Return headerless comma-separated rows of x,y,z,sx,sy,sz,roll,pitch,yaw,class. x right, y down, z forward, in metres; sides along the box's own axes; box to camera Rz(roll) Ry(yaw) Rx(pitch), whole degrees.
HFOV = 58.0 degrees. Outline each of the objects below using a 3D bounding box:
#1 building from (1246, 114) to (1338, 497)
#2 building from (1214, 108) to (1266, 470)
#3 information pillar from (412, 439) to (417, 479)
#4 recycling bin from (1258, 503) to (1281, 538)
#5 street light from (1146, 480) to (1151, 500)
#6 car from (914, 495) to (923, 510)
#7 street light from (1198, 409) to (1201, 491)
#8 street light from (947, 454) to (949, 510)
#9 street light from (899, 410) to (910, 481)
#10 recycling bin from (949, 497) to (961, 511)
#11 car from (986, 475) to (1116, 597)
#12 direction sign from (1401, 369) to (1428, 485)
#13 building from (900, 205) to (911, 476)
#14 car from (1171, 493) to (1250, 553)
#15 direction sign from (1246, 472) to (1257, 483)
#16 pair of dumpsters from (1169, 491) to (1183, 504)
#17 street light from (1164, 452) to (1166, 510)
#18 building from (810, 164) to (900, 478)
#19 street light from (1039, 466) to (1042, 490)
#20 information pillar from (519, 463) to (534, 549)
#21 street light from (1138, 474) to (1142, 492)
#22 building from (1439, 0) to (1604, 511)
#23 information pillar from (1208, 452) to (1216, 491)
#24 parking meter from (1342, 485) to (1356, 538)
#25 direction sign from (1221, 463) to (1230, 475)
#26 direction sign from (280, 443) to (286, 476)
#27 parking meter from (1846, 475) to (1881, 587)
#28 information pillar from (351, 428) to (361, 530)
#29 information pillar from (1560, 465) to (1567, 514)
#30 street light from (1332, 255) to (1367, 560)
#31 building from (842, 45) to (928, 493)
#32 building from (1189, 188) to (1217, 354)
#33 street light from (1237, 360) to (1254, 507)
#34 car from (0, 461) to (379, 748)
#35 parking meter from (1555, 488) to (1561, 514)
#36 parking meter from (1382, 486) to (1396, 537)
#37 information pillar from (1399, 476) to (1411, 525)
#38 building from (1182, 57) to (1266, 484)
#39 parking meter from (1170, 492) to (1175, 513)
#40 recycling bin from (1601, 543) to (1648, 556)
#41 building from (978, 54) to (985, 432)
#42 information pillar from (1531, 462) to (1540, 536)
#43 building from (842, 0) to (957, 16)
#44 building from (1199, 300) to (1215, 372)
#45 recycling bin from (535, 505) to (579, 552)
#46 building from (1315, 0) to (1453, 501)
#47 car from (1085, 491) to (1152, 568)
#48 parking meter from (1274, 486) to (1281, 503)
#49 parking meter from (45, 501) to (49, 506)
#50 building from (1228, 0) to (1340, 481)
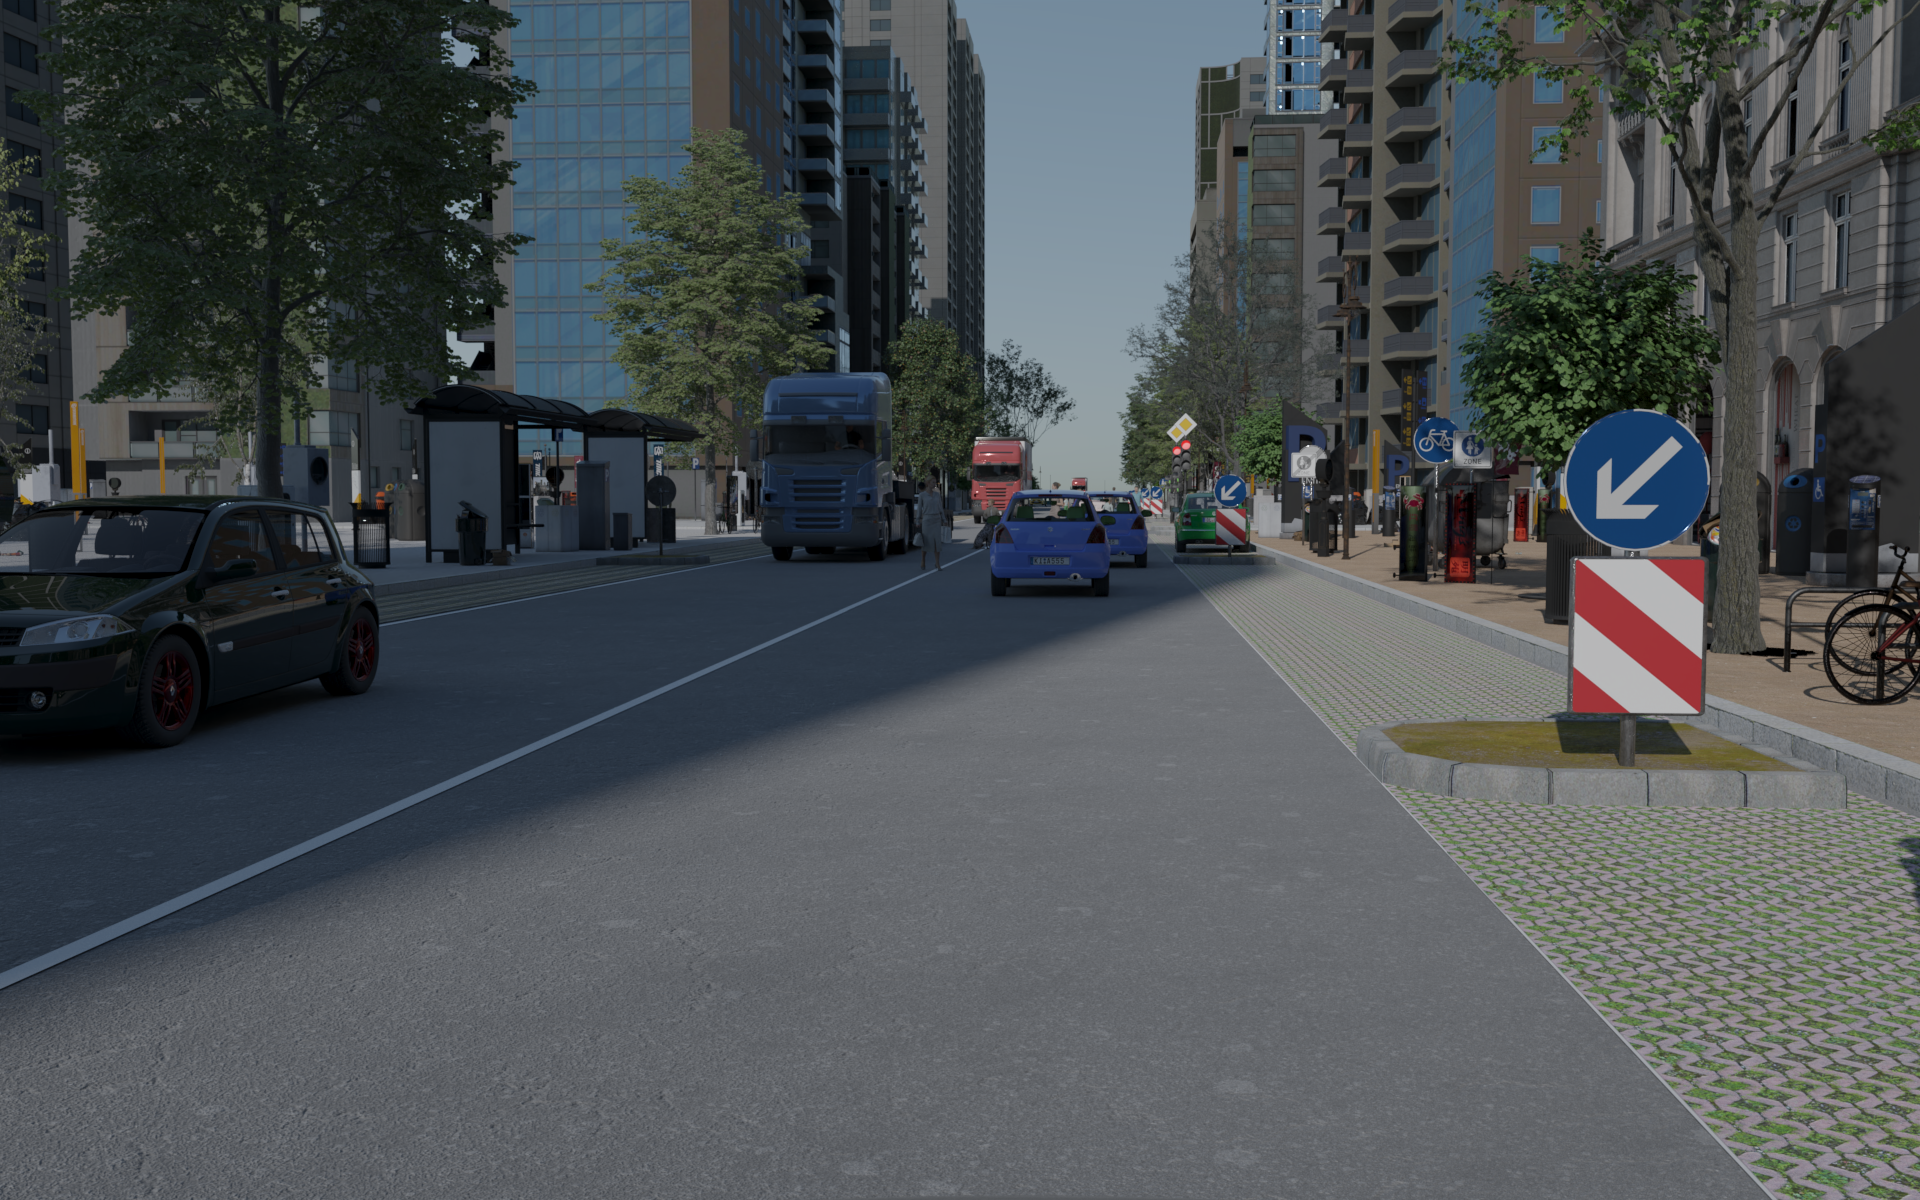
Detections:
29.206,-22.197,134.620,14.160,30.474,14.107,0,4,5,building
37.177,-33.739,201.750,14.600,45.320,14.200,0,4,5,building
-23.184,-5.036,73.689,0.183,3.616,0.504,-2,4,-32,information pillar
9.192,-2.348,50.949,0.722,1.027,0.722,1,4,19,recycling bin
23.561,-15.044,218.758,0.468,5.910,1.993,0,4,5,street light
-2.043,-4.267,81.761,2.014,1.417,4.499,0,4,5,car
12.529,-7.216,90.771,0.468,5.910,1.993,0,4,5,street light
-0.841,-9.086,121.347,0.468,5.910,1.993,0,4,5,street light
-3.062,-7.517,95.688,0.468,5.910,1.993,0,4,5,street light
-0.372,-7.073,128.204,0.722,1.027,0.722,3,4,38,recycling bin
1.338,-0.976,25.555,1.945,1.707,3.694,0,4,3,car
8.304,-2.430,31.729,0.379,3.537,0.876,3,5,44,direction sign
-12.518,-24.172,166.919,14.160,30.474,14.107,0,4,5,building
6.290,-2.117,43.405,1.959,1.807,4.718,0,4,6,car
21.216,-8.208,126.204,0.876,3.537,0.379,2,4,25,direction sign
17.870,-8.486,141.234,1.574,2.255,4.437,0,4,5,pair of dumpsters
16.883,-10.380,142.492,0.468,5.910,1.993,0,4,5,street light
-13.457,-23.313,152.866,14.160,30.474,14.107,0,4,5,building
13.117,-18.962,282.818,0.468,5.910,1.993,0,4,5,street light
-10.192,-2.213,40.680,0.304,2.012,0.304,0,4,-1,information pillar
28.422,-18.542,275.942,0.468,5.910,1.993,0,4,5,street light
30.684,-26.231,78.987,14.200,45.320,14.600,0,4,5,building
13.799,-6.343,95.061,0.504,3.616,0.183,-1,4,-22,information pillar
11.290,-2.560,50.261,0.372,1.533,0.369,0,3,0,parking meter
19.068,-8.099,124.417,0.379,3.537,0.876,-3,5,-40,direction sign
-30.187,-5.172,76.556,0.876,3.537,0.379,-3,5,-43,direction sign
11.790,-0.868,22.606,0.372,1.533,0.369,0,3,0,parking meter
-21.333,-4.270,61.174,0.504,3.616,0.183,3,5,44,information pillar
24.469,-4.796,69.774,0.504,3.616,0.183,2,4,30,information pillar
7.556,-3.728,33.734,0.468,5.910,1.993,0,4,5,street light
-15.408,-34.845,189.326,23.786,49.044,30.456,0,4,5,building
46.738,-39.434,268.447,21.300,48.544,21.600,0,4,5,building
9.821,-5.312,59.647,0.468,5.910,1.993,0,4,5,street light
-5.208,-0.078,11.063,2.009,1.686,4.222,0,4,4,car
24.444,-3.800,70.535,0.372,1.533,0.369,0,3,0,parking meter
12.934,-2.680,52.228,0.372,1.533,0.369,0,3,0,parking meter
18.231,-4.066,70.977,0.304,2.012,0.304,-2,4,-30,information pillar
47.560,-52.023,288.829,20.563,71.187,20.611,0,4,5,building
14.625,-6.777,119.222,0.372,1.533,0.369,0,3,0,parking meter
13.626,-1.408,35.571,0.722,1.027,0.722,-2,4,-25,recycling bin
-6.234,-50.686,266.968,20.563,71.187,20.611,0,4,5,building
17.580,-3.756,52.771,0.183,3.616,0.504,0,4,7,information pillar
-8.815,-49.437,246.541,20.563,71.187,20.611,0,4,5,building
41.592,-29.307,250.872,14.160,30.474,14.107,0,4,5,building
-8.985,-1.594,38.622,0.722,1.027,0.722,1,4,19,recycling bin
33.174,-27.437,103.224,22.147,44.769,28.867,0,4,5,building
2.924,-1.554,35.006,1.945,1.707,3.694,0,4,5,car
9.749,-2.713,52.763,0.372,1.533,0.369,0,3,0,parking meter
-42.478,-4.589,80.749,0.399,1.863,0.255,3,4,36,parking meter
39.891,-52.893,177.477,22.319,86.520,31.000,0,4,5,building
